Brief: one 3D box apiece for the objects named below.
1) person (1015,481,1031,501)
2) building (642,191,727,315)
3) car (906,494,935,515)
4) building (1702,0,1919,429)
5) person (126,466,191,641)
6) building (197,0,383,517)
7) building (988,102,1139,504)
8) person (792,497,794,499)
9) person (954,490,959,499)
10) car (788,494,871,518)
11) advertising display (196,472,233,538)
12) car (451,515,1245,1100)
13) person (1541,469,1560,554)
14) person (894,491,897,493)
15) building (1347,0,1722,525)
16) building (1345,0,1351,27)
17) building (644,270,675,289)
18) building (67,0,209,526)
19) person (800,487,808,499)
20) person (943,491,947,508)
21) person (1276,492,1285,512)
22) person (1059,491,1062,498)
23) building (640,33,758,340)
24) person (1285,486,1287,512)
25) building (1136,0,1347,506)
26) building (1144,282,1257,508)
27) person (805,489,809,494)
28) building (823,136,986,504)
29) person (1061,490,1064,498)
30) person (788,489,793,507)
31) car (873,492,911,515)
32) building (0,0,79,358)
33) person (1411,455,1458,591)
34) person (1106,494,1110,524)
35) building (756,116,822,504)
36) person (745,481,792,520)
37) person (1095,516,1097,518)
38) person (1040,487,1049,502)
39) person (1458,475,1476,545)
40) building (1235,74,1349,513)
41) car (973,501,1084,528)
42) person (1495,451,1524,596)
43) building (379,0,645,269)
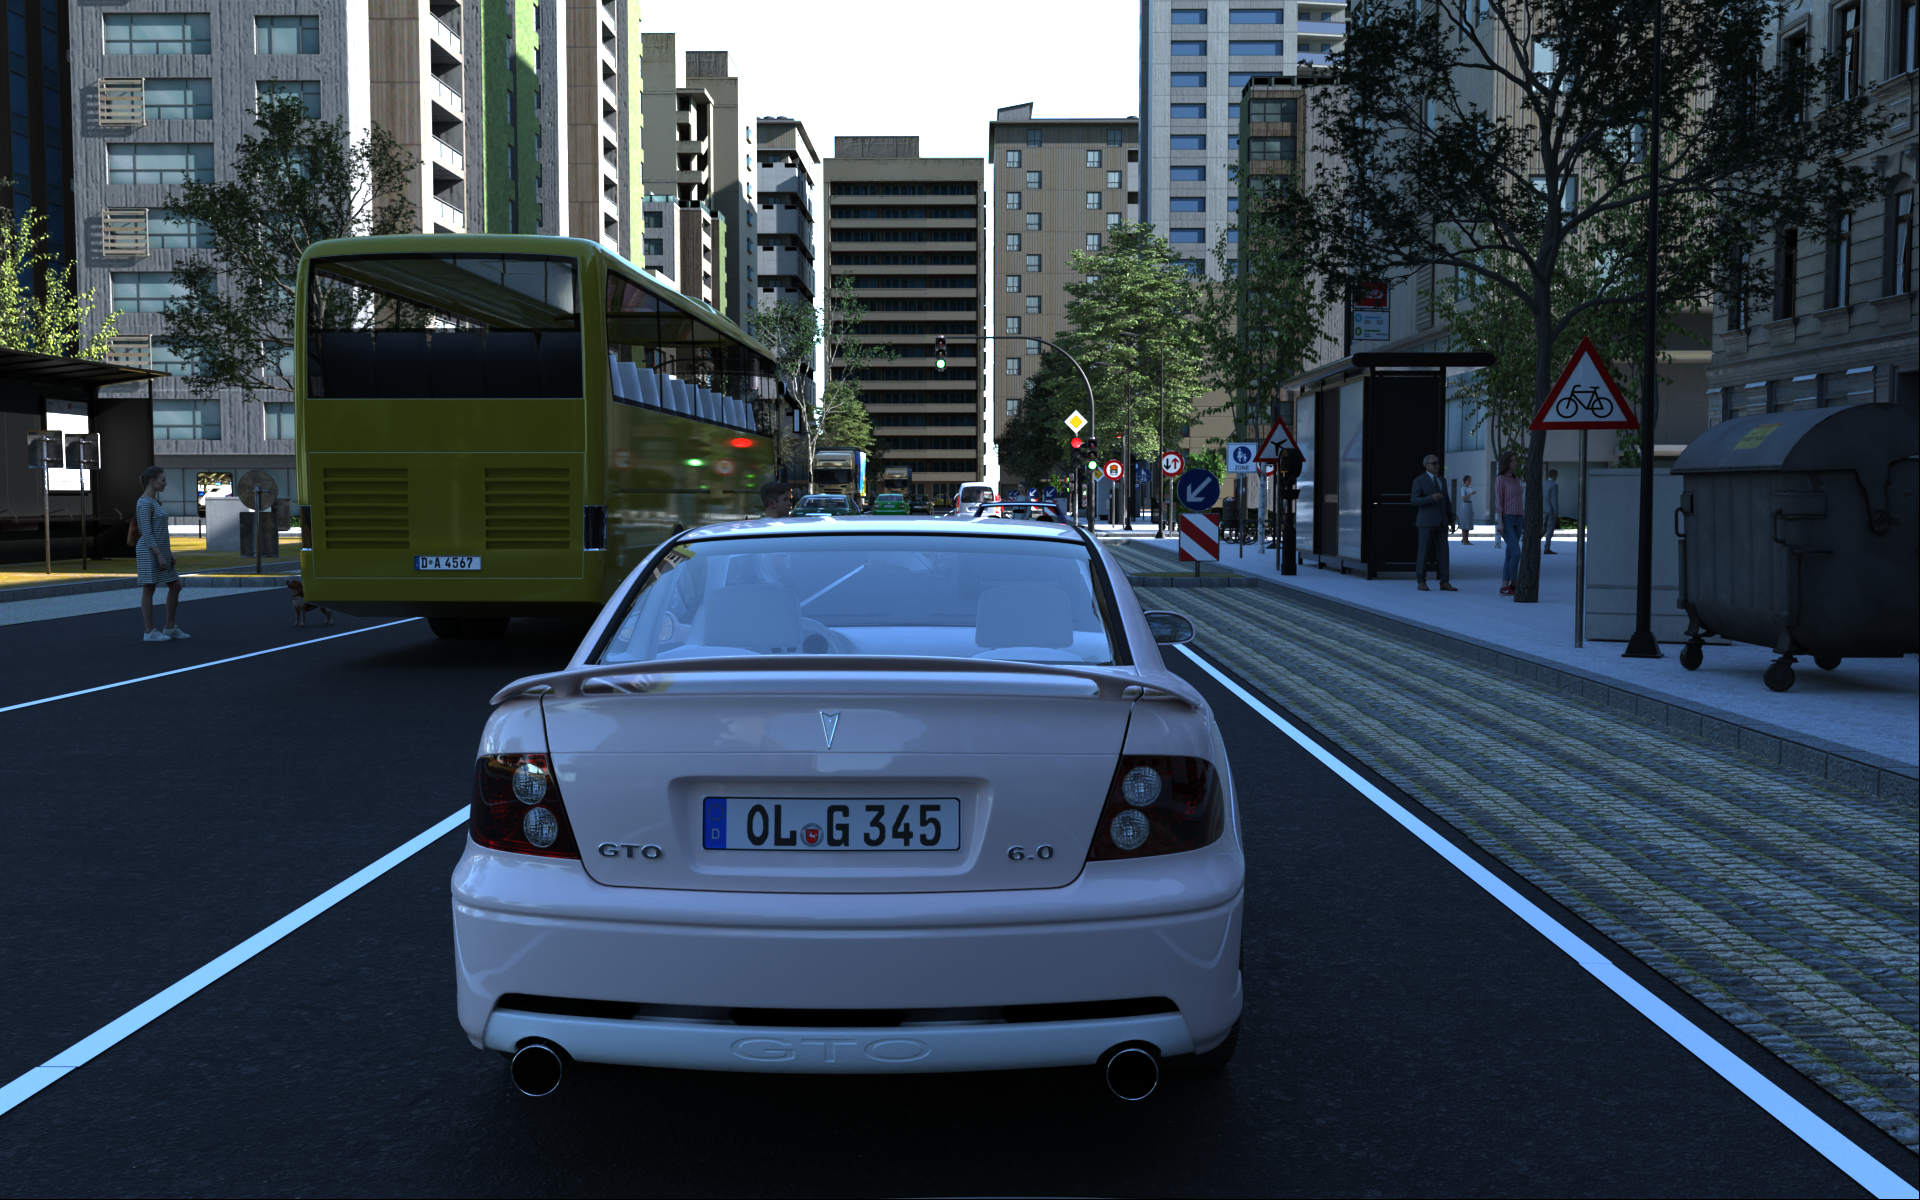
[{"bbox_3d":[1.327,-1.671,36.819,0.512,1.701,0.522,3,4,36],"label":"person"},{"bbox_3d":[-30.747,-24.315,169.257,14.160,30.474,14.107,0,4,1],"label":"building"},{"bbox_3d":[-2.769,-6.659,118.665,2.009,1.686,4.222,0,4,3],"label":"car"},{"bbox_3d":[21.297,-11.026,29.429,9.793,20.994,18.267,0,4,1],"label":"building"},{"bbox_3d":[-7.854,-0.452,16.898,0.522,1.701,0.512,-1,4,-12],"label":"person"},{"bbox_3d":[-32.224,-25.282,96.951,14.154,41.232,14.086,0,4,1],"label":"building"},{"bbox_3d":[17.718,-39.877,241.235,27.495,52.752,28.713,0,4,1],"label":"building"},{"bbox_3d":[-14.590,-8.866,154.185,0.799,1.438,0.628,0,4,6],"label":"person"},{"bbox_3d":[-0.054,-8.227,143.095,1.350,1.814,0.705,-3,5,-41],"label":"person"},{"bbox_3d":[-3.448,-2.056,45.420,2.131,1.459,4.920,0,4,2],"label":"car"},{"bbox_3d":[-21.721,-2.771,50.519,0.974,1.923,0.123,-2,4,-27],"label":"advertising display"},{"bbox_3d":[-0.208,0.407,5.715,2.083,1.381,4.827,0,4,1],"label":"car"},{"bbox_3d":[12.583,-1.883,36.946,0.853,1.813,0.709,-1,4,-20],"label":"person"},{"bbox_3d":[-5.703,-8.791,152.901,0.621,1.740,0.551,-2,4,-31],"label":"person"},{"bbox_3d":[34.004,-30.052,80.595,27.495,52.752,28.713,0,4,1],"label":"building"},{"bbox_3d":[56.419,-48.794,236.031,20.611,71.187,20.563,0,4,1],"label":"building"},{"bbox_3d":[-37.040,-18.538,148.136,27.650,21.520,28.899,0,4,1],"label":"building"},{"bbox_3d":[-28.150,-23.931,74.859,14.154,41.232,14.086,0,4,1],"label":"building"},{"bbox_3d":[-8.238,-5.017,90.710,0.590,1.801,0.661,3,5,40],"label":"person"},{"bbox_3d":[-1.583,-10.558,182.045,0.530,1.710,0.541,2,4,35],"label":"person"},{"bbox_3d":[15.857,-4.829,85.561,0.480,1.755,0.524,0,4,3],"label":"person"},{"bbox_3d":[11.123,-11.143,188.953,0.721,1.736,1.217,-1,4,-15],"label":"person"},{"bbox_3d":[-33.757,-34.484,187.508,21.600,48.544,21.300,0,4,1],"label":"building"},{"bbox_3d":[18.357,-5.566,97.391,0.374,1.781,0.599,-1,4,-11],"label":"person"},{"bbox_3d":[29.352,-39.201,182.942,21.231,58.520,28.212,0,4,1],"label":"building"},{"bbox_3d":[31.796,-18.991,155.540,27.650,21.520,28.899,0,4,1],"label":"building"},{"bbox_3d":[-9.460,-6.007,107.200,0.782,1.767,0.515,-1,4,-19],"label":"person"},{"bbox_3d":[-7.223,-37.527,237.261,21.600,48.544,21.300,0,4,1],"label":"building"},{"bbox_3d":[9.628,-9.453,161.398,0.445,1.727,0.742,-1,4,-18],"label":"person"},{"bbox_3d":[-16.083,-9.723,165.108,1.348,1.812,0.705,1,4,17],"label":"person"},{"bbox_3d":[-3.533,-4.960,89.888,1.959,1.807,4.718,0,4,1],"label":"car"},{"bbox_3d":[-46.773,-25.986,74.978,14.200,45.320,14.600,0,4,1],"label":"building"},{"bbox_3d":[6.313,-1.023,22.949,0.661,1.801,0.590,-1,4,-23],"label":"person"},{"bbox_3d":[6.517,-3.966,75.160,0.425,1.301,0.394,3,4,37],"label":"person"},{"bbox_3d":[-32.052,-39.889,241.428,27.495,52.752,28.713,0,4,1],"label":"building"},{"bbox_3d":[-1.239,0.000,11.093,0.503,1.515,0.523,2,4,24],"label":"person"},{"bbox_3d":[7.225,-5.292,92.843,0.678,1.792,0.850,-2,4,-28],"label":"person"},{"bbox_3d":[4.382,-4.909,89.113,0.623,1.781,0.721,3,4,37],"label":"person"},{"bbox_3d":[12.894,-2.275,43.802,0.524,1.755,0.480,3,5,43],"label":"person"},{"bbox_3d":[26.504,-21.500,123.232,14.160,30.474,14.107,0,4,1],"label":"building"},{"bbox_3d":[0.863,-0.781,25.343,1.945,1.354,3.894,0,4,2],"label":"car"},{"bbox_3d":[6.934,-0.965,21.826,0.388,1.821,0.555,3,5,42],"label":"person"},{"bbox_3d":[-30.007,-26.629,118.972,14.154,41.232,14.086,0,4,1],"label":"building"}]
